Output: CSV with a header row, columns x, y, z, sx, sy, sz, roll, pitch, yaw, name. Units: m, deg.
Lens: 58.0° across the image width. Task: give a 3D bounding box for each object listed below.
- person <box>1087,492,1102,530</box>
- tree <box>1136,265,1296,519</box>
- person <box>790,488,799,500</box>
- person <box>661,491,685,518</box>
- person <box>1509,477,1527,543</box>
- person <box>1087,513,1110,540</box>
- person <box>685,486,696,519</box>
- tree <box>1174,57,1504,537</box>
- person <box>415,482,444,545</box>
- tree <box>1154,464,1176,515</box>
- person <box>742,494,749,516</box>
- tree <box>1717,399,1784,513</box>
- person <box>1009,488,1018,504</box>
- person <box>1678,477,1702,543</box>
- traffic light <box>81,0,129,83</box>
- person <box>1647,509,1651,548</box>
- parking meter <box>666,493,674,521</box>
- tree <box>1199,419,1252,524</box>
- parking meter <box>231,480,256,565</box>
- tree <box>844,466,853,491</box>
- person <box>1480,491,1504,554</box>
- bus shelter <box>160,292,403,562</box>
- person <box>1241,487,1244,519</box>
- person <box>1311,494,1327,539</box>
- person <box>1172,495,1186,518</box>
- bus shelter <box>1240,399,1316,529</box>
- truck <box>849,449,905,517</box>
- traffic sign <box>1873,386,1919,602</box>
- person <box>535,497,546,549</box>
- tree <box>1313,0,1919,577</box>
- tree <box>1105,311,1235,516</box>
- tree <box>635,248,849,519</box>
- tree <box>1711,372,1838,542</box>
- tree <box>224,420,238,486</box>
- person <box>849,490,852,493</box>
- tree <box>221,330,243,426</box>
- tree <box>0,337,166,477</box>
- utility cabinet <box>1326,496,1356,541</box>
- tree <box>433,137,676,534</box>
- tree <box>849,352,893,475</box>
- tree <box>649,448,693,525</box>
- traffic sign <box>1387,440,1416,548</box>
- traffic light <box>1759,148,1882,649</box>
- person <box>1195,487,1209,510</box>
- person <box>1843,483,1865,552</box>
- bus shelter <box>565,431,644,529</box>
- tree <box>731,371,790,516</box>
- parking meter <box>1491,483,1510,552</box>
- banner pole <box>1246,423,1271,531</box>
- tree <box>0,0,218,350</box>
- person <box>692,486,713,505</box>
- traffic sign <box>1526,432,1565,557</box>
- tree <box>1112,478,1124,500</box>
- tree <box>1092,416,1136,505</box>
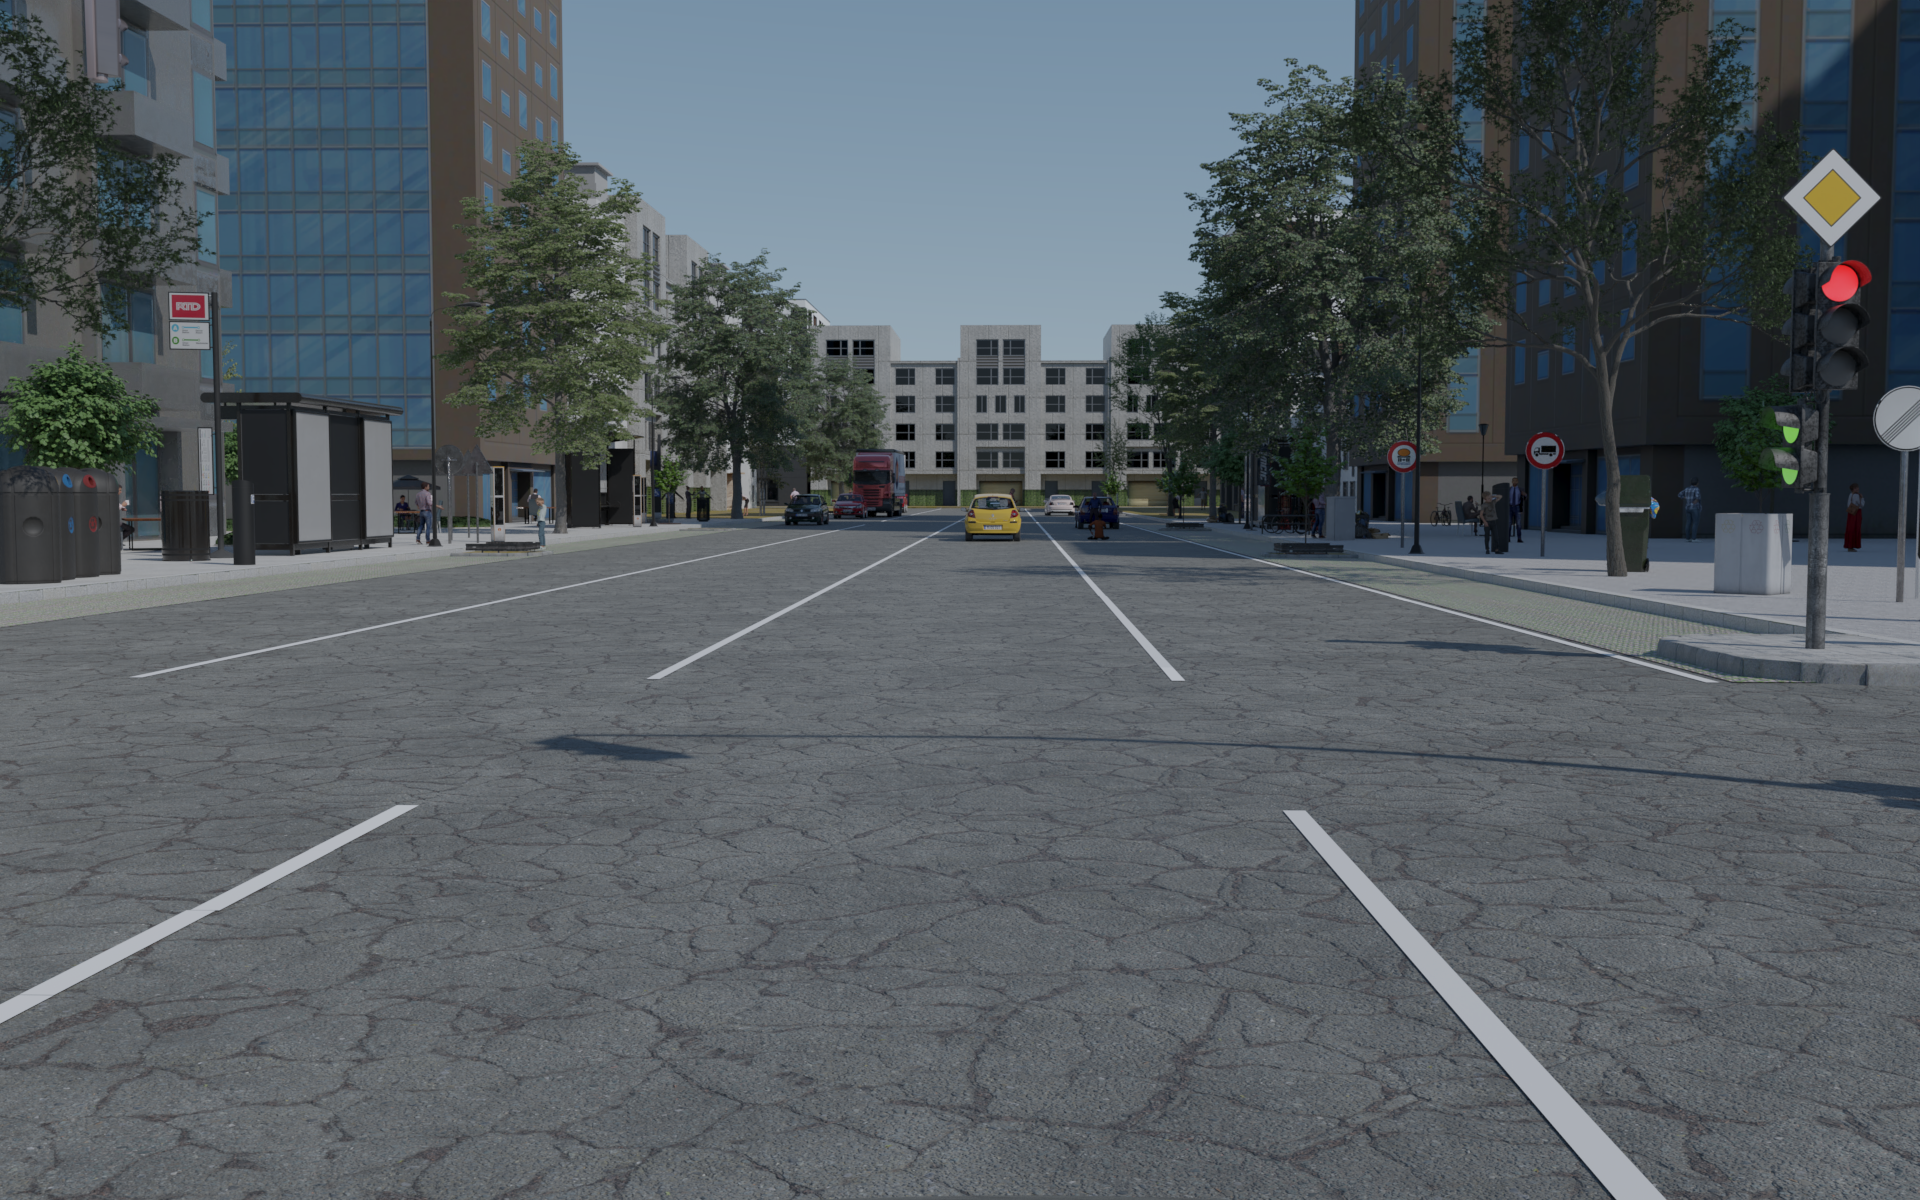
x,y,z,sx,sy,sz,roll,pitch,yaw,name
5.234,-3.498,68.391,0.574,1.496,0.600,3,5,44,person
12.472,-10.160,84.244,7.486,12.596,7.792,0,3,0,tree
-11.957,-7.241,125.373,0.756,1.711,0.436,-1,4,-21,person
-15.221,-5.231,91.590,1.348,1.821,0.705,-2,4,-32,person
14.612,-2.373,45.668,0.655,1.722,0.431,2,4,27,person
4.356,-2.298,54.366,0.859,0.850,0.655,1,4,12,person
-14.041,-5.110,90.392,0.742,1.727,0.445,1,4,22,person
11.265,-8.859,51.502,9.857,13.997,8.962,0,3,0,tree
-13.531,-2.195,43.898,0.963,1.587,0.435,2,4,28,person
12.792,-6.927,107.865,1.663,3.219,1.824,0,3,0,tree
-12.521,-5.541,99.826,0.628,1.438,0.799,1,4,21,person
16.286,-2.498,35.443,1.663,3.219,1.824,0,3,0,tree
1.948,-3.306,64.020,0.415,1.643,0.593,-1,4,-22,person
19.456,-2.400,46.014,0.376,1.734,0.841,0,4,-8,person
-9.560,-2.453,14.779,4.771,5.953,1.251,0,4,2,traffic light
16.080,-1.988,40.764,0.499,1.552,0.429,-3,5,-42,person
-14.024,-4.602,83.655,0.372,1.533,0.369,0,3,0,parking meter
12.057,-5.524,74.029,4.285,4.588,4.351,0,3,0,tree
-12.962,-1.402,31.336,0.372,1.533,0.369,0,3,0,parking meter
-9.652,-11.031,164.064,4.285,4.588,4.351,0,3,0,tree
11.357,-1.652,36.955,0.435,1.345,0.340,-1,4,-18,person
-14.526,-3.638,37.108,2.179,5.291,8.768,0,4,2,bus shelter
14.894,-5.142,91.052,0.436,1.711,0.756,1,4,13,person
10.345,-2.551,49.706,0.435,1.587,0.963,-1,4,-19,person
11.965,-5.217,94.523,0.799,1.438,0.628,1,4,15,person
12.066,-5.466,66.998,2.179,5.291,8.768,0,4,2,bus shelter
-5.140,-7.404,109.973,2.839,4.237,11.283,0,4,3,truck
11.146,-1.245,20.466,0.768,2.556,0.104,0,4,6,traffic sign
-10.830,-1.974,44.687,0.340,1.345,0.435,-2,4,-32,person
10.059,-5.660,26.947,8.767,10.594,7.601,-2,4,-34,tree
11.960,-10.617,99.336,9.928,11.665,9.643,0,3,0,tree
-11.642,-11.162,89.158,9.857,13.997,8.962,0,3,0,tree
21.885,-3.855,46.750,4.285,4.588,4.351,0,3,0,tree
-28.356,-5.195,68.658,4.285,4.588,4.351,0,3,0,tree
-10.033,-9.260,158.358,0.530,1.710,0.541,-3,5,-44,person
-28.374,-6.898,63.149,4.737,8.622,4.395,0,3,0,tree
-18.630,-3.221,36.376,4.285,4.588,4.351,0,3,0,tree
10.530,-2.247,47.904,1.020,1.237,0.306,-3,5,-44,utility cabinet
-13.126,-8.442,56.153,7.486,12.596,7.792,0,3,0,tree
-10.664,-15.142,154.222,9.857,13.997,8.962,0,3,0,tree
-12.407,-4.812,73.278,1.663,3.219,1.824,0,3,0,tree
10.559,-2.518,41.272,0.768,2.556,0.104,1,4,9,traffic sign
7.080,-1.550,14.265,0.839,4.253,0.868,0,4,2,traffic light
19.495,-8.125,138.891,1.348,1.824,0.705,2,4,29,person
19.841,-1.831,38.440,0.387,1.526,0.523,1,4,12,person
-13.814,-4.665,67.552,1.731,3.624,6.357,0,4,2,bus shelter
-11.950,-9.474,105.265,4.360,8.622,3.978,0,3,0,tree
11.934,-1.825,38.248,0.372,1.533,0.369,0,3,0,parking meter
10.485,-4.326,60.747,0.863,3.779,0.401,1,4,13,banner pole
-14.400,-5.448,23.490,7.601,10.594,8.767,3,4,38,tree
-14.024,-5.351,94.315,1.217,1.735,0.721,-2,4,-26,person
11.964,-2.165,35.498,0.768,2.556,0.104,0,4,8,traffic sign
13.819,-9.950,157.290,1.663,3.219,1.824,0,3,0,tree
14.626,-12.952,162.125,4.737,8.622,4.395,0,3,0,tree
